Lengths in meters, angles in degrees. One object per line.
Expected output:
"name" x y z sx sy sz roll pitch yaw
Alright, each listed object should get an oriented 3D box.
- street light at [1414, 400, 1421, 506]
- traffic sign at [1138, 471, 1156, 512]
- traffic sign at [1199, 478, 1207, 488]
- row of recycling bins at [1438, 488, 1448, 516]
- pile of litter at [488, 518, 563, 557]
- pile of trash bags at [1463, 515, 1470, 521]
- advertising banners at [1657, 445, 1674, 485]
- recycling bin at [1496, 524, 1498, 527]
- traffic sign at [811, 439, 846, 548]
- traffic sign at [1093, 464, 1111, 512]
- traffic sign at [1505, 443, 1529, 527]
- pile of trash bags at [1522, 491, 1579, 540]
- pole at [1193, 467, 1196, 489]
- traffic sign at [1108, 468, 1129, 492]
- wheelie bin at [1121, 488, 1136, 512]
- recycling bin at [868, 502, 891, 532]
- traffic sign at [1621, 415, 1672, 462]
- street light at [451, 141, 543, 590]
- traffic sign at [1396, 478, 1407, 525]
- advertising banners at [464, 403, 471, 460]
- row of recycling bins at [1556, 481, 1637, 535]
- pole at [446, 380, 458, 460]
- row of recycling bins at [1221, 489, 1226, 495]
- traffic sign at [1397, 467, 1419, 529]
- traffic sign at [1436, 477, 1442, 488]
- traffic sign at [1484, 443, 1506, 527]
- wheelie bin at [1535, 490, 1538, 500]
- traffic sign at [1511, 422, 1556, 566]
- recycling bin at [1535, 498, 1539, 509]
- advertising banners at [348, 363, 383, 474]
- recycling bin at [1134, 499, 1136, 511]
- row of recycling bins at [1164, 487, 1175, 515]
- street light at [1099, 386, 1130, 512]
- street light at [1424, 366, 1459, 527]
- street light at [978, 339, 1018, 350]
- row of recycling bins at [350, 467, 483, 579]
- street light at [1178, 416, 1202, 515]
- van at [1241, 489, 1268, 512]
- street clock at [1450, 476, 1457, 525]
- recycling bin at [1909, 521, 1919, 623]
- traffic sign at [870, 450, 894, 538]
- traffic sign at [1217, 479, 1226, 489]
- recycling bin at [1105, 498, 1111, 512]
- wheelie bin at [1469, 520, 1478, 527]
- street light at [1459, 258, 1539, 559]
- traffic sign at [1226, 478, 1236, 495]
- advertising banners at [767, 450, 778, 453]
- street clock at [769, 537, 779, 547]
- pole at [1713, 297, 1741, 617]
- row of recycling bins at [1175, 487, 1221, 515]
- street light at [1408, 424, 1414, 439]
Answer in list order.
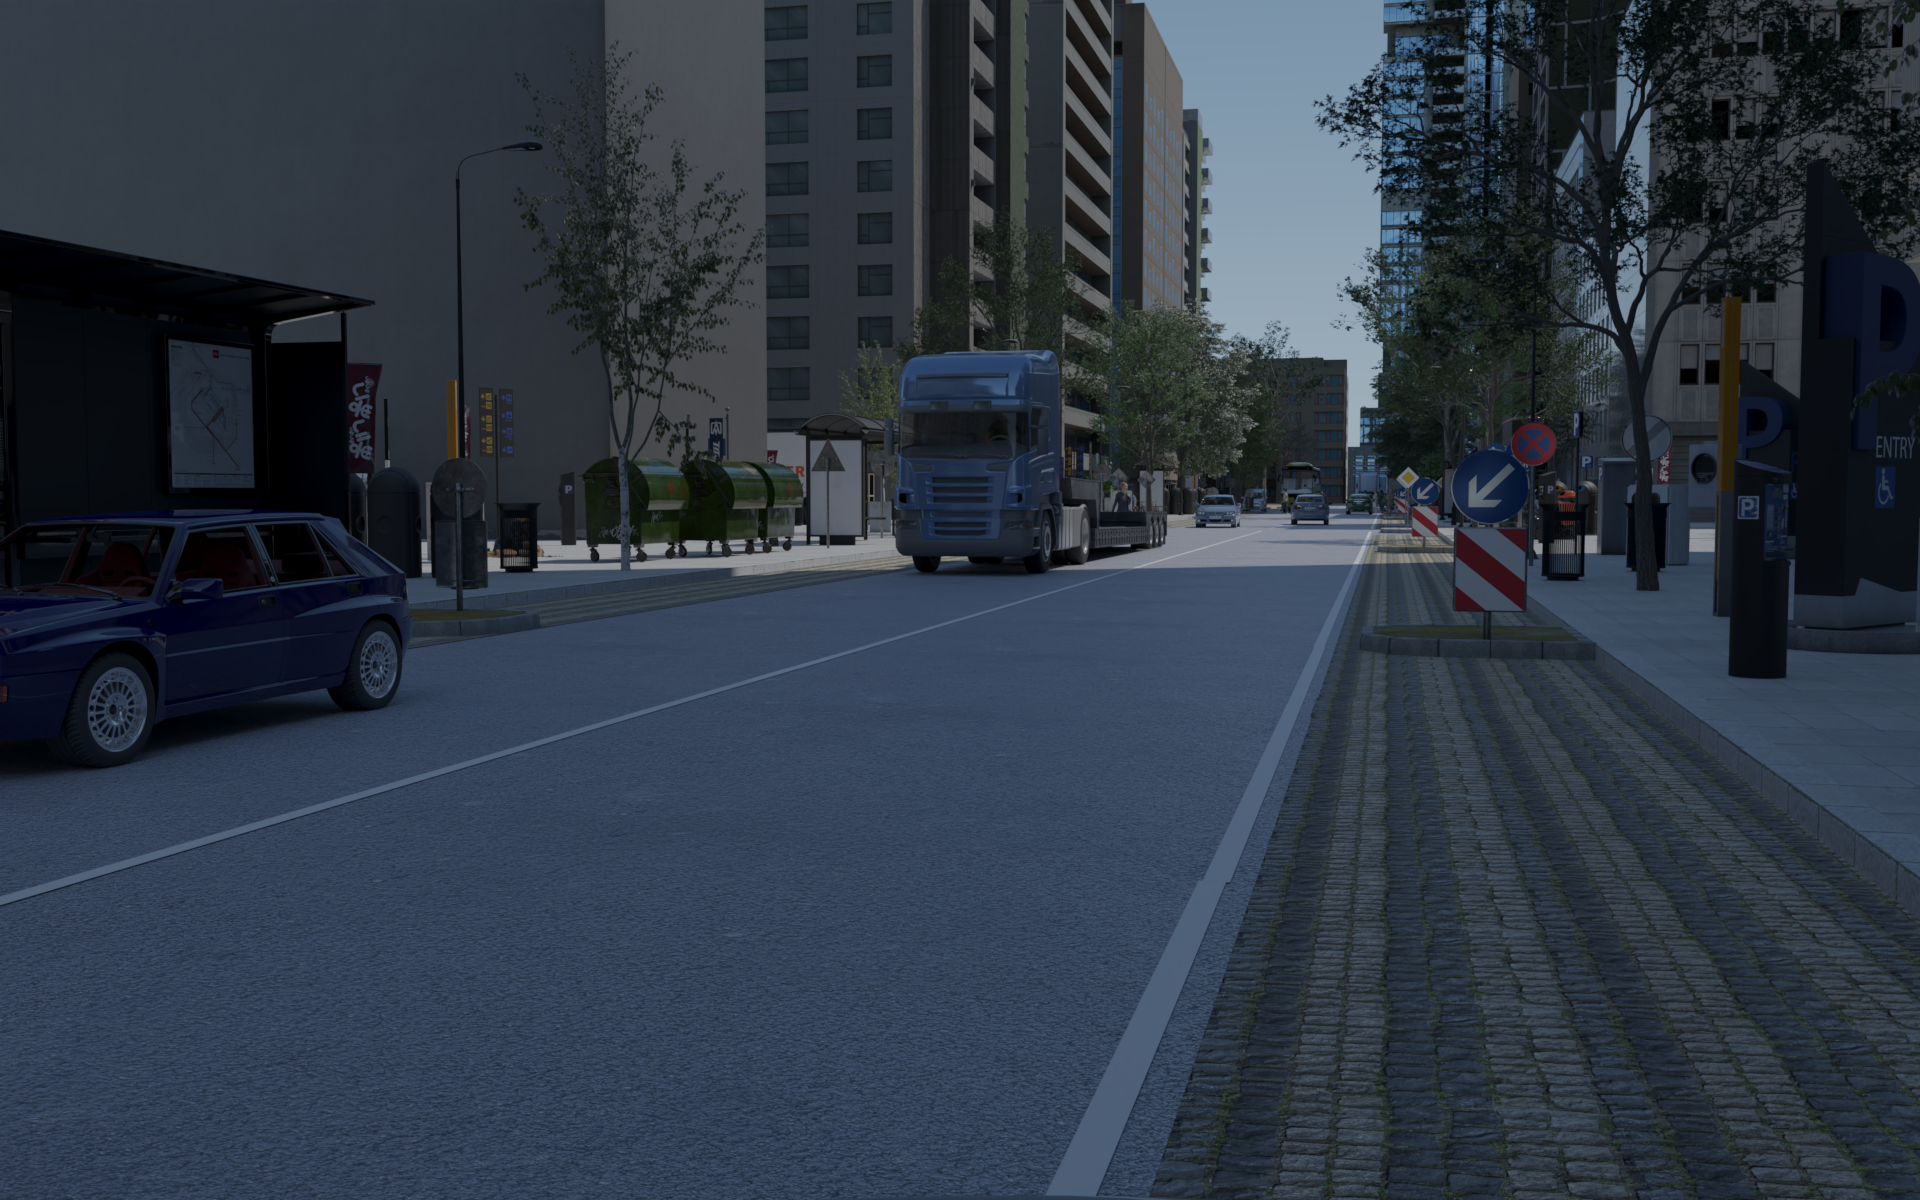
"street light" 23.181 -6.884 85.086 1.470 5.913 1.316 1 4 14
"traffic sign" 8.007 -4.328 74.407 0.795 2.450 0.064 1 4 14
"traffic sign" 18.972 -8.286 135.577 0.768 2.556 0.104 1 4 14
"row of recycling bins" 30.649 -6.133 107.379 1.069 1.692 3.534 0 4 -7
"pile of litter" -9.016 -1.308 35.350 1.719 0.858 1.176 1 4 17
"pile of trash bags" 23.991 -4.307 80.168 1.912 1.369 3.447 0 3 0
"advertising banners" 24.592 -4.052 62.443 2.074 3.025 0.090 1 4 16
"recycling bin" 15.925 -2.377 51.416 0.722 1.027 0.722 2 4 35
"traffic sign" -3.108 -2.493 40.761 0.884 2.594 0.081 1 4 21
"traffic sign" 6.072 -4.532 74.207 0.768 2.556 0.104 1 4 19
"traffic sign" 13.066 -2.463 40.381 0.768 2.556 0.104 2 4 23
"pile of trash bags" 16.510 -2.379 48.647 1.912 1.369 3.447 0 4 -4
"pole" 16.354 -7.761 120.735 0.158 3.312 0.155 0 3 0
"traffic sign" 6.093 -3.854 66.653 0.795 2.450 0.064 1 4 14
"wheelie bin" 8.655 -5.006 89.751 0.980 1.594 0.693 1 4 17
"recycling bin" -2.706 -2.798 58.308 0.722 1.027 0.722 0 4 -8
"traffic sign" 11.019 -1.697 27.857 0.768 2.556 0.104 1 4 16
"street light" -6.159 -3.090 23.058 1.470 5.913 1.316 1 4 14
"traffic sign" 18.483 -4.169 71.810 0.795 2.450 0.064 1 4 14
"advertising banners" -10.005 -2.319 34.111 0.090 3.025 2.074 -3 4 -36
"row of recycling bins" 19.966 -2.889 54.351 1.069 1.692 3.534 -3 5 -44
"pole" -9.101 -2.279 31.103 0.158 3.312 0.155 0 3 0
"row of recycling bins" 21.453 -8.417 144.735 1.069 1.692 3.534 1 4 23
"traffic sign" 16.570 -3.695 64.057 0.795 2.450 0.064 1 4 14
"traffic sign" 31.974 -6.957 114.937 0.795 2.450 0.064 1 4 18
"traffic sign" 13.463 -2.659 43.587 0.768 2.556 0.104 1 4 19
"wheelie bin" 39.741 -6.830 119.572 0.693 1.594 0.980 0 4 5
"traffic sign" 10.192 -1.879 30.829 0.768 2.556 0.104 1 4 18
"recycling bin" 25.950 -3.997 77.900 0.722 1.027 0.722 0 4 3
"advertising banners" -8.650 -1.629 22.819 2.074 3.025 0.090 -2 4 -29
"recycling bin" 10.289 -5.713 105.964 0.722 1.027 0.722 -3 4 -36
"row of recycling bins" 12.584 -6.434 112.311 1.069 1.692 3.534 2 4 29
"street light" 6.610 -6.253 74.774 1.470 5.913 1.316 1 4 14
"street light" 17.738 -5.533 63.012 1.470 5.913 1.316 1 4 14
"street light" 1.054 -4.874 52.234 1.470 5.913 1.316 1 4 14
"row of recycling bins" -9.081 -1.194 26.633 3.534 1.692 1.069 0 4 1
"street light" 13.798 -8.029 103.820 1.470 5.913 1.316 1 4 14
"van" 22.769 -7.752 133.763 2.013 2.044 4.112 1 4 14
"street clock" 20.303 -4.072 71.152 0.358 2.002 0.471 2 4 25
"recycling bin" 9.302 -0.255 16.725 0.722 1.027 0.722 -1 4 -18
"traffic sign" -2.264 -3.060 50.139 0.768 2.556 0.104 1 4 23
"traffic sign" 22.412 -9.067 148.352 0.768 2.556 0.104 1 4 22
"recycling bin" 10.338 -6.454 118.074 0.722 1.027 0.722 3 5 44
"wheelie bin" 18.307 -3.238 60.854 0.980 1.594 0.693 3 5 44
"street light" 10.714 -3.766 34.113 1.470 5.913 1.316 1 4 14
"traffic sign" 21.625 -8.450 138.267 0.768 2.556 0.104 1 4 15
"advertising banners" -8.243 -4.445 68.857 2.074 3.025 0.090 0 4 6
"street clock" -4.547 -2.301 42.184 0.471 2.002 0.358 -2 4 -30
"pole" 7.995 -1.481 18.050 0.158 3.312 0.155 0 3 0
"row of recycling bins" 16.132 -6.808 118.416 3.534 1.692 1.069 -3 5 -43
"street light" 30.554 -8.682 114.487 1.470 5.913 1.316 1 4 14
